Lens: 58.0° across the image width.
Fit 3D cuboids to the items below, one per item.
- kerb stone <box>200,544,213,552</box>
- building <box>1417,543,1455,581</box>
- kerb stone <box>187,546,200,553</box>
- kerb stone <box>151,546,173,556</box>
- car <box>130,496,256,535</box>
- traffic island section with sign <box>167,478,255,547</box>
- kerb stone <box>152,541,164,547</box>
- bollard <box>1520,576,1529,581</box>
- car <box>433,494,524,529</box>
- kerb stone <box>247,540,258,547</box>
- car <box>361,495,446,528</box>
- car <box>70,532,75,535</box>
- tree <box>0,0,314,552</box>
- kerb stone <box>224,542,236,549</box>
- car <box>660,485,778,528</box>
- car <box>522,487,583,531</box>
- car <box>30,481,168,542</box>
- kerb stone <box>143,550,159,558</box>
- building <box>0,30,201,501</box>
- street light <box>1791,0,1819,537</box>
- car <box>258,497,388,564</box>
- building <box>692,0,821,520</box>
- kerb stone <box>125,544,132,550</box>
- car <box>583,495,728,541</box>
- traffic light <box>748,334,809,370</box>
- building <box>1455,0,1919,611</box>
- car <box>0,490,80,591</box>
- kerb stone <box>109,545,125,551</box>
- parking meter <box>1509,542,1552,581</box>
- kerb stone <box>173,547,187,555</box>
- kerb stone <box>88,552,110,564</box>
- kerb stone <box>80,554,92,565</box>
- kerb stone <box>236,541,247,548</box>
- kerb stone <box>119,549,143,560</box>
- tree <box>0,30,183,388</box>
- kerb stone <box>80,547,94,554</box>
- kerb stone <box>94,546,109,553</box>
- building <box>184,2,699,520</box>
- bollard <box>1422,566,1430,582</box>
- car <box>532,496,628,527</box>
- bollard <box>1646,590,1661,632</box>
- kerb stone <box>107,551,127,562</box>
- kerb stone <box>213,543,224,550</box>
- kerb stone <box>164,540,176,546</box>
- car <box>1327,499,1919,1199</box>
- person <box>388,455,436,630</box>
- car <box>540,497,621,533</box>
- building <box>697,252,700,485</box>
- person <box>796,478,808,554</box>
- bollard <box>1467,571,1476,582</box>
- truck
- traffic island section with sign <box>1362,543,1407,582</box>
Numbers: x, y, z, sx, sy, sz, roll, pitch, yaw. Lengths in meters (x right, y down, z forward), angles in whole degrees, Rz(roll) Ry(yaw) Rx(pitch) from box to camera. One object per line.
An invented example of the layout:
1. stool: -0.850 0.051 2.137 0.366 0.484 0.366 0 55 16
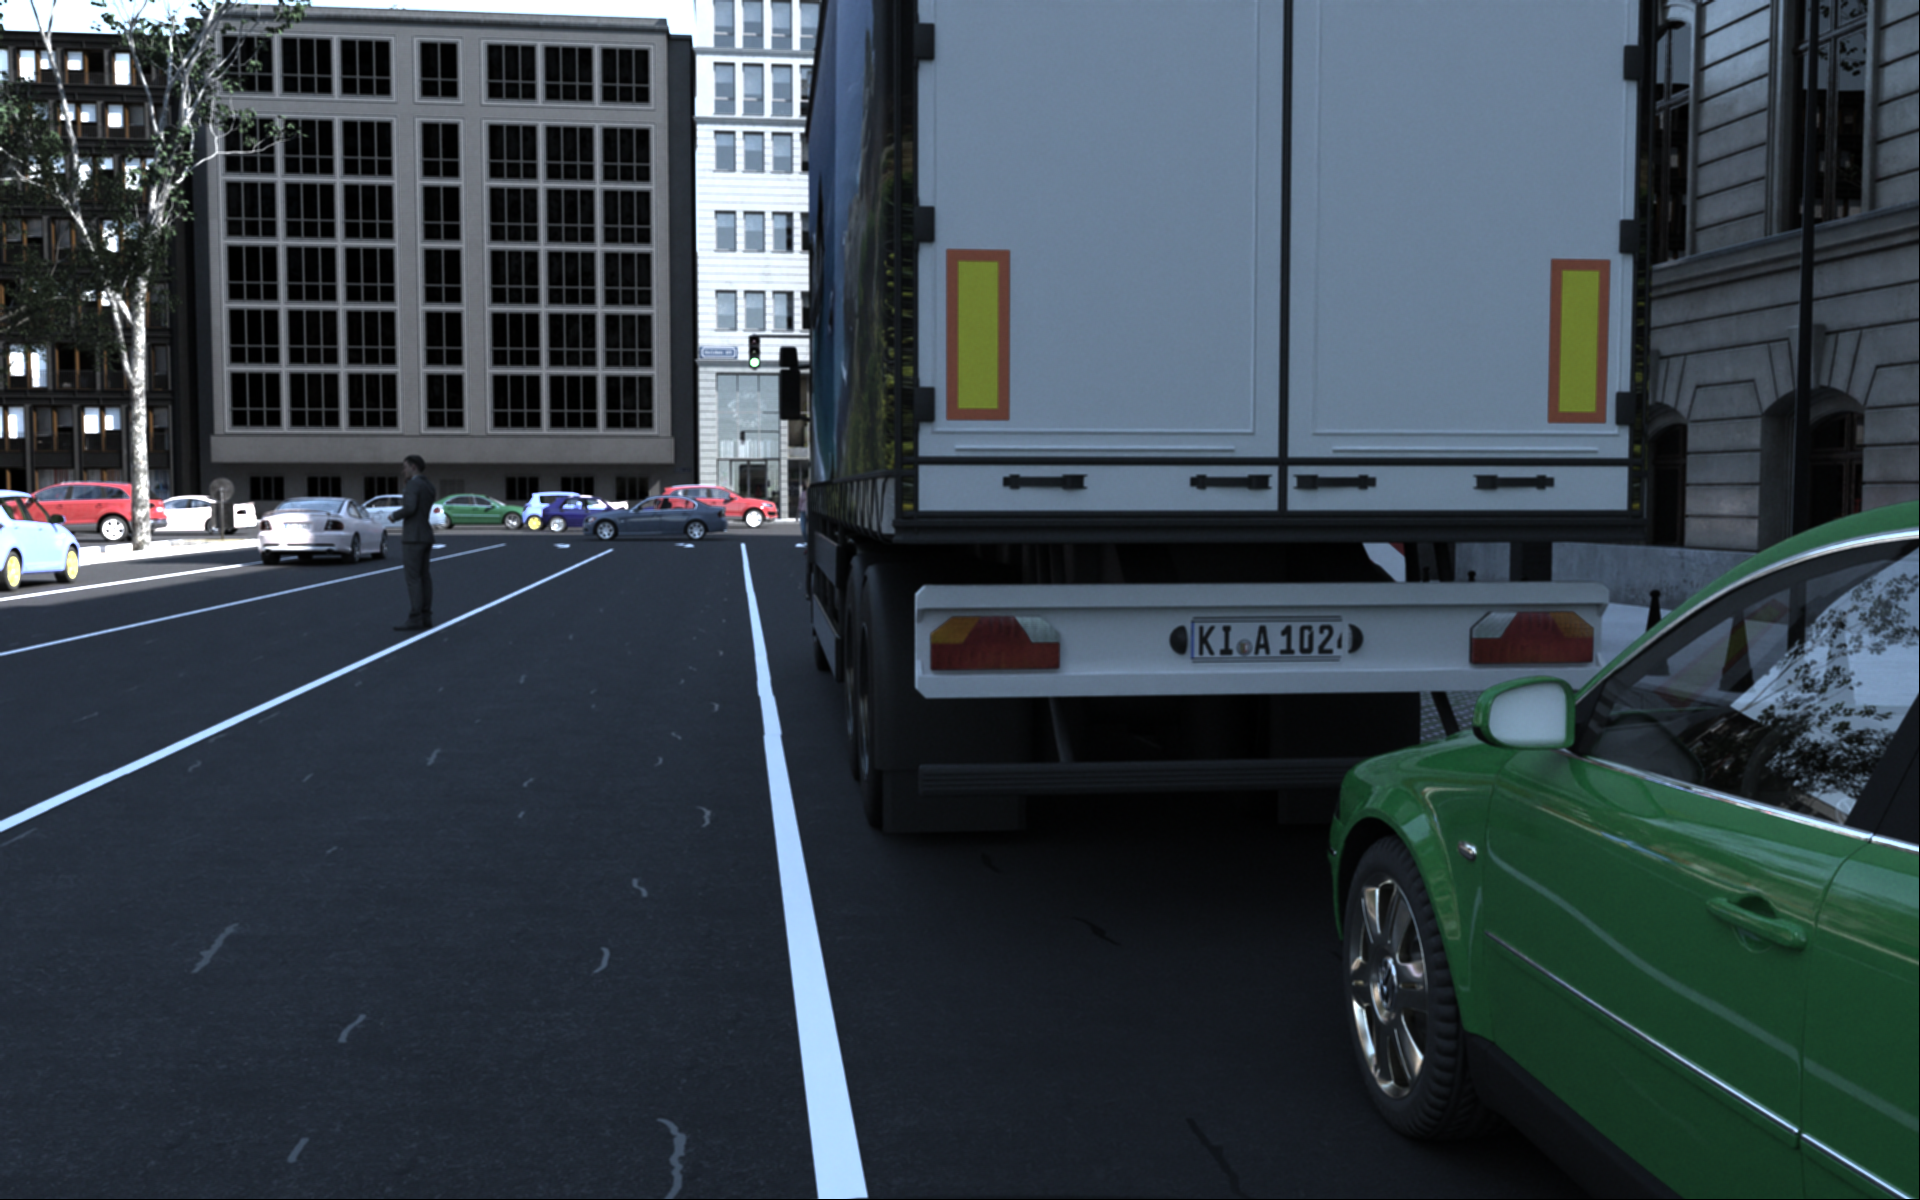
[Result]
1. kerb stone: -18.913 -1.280 43.179 0.120 0.150 1.000 0 4 -7
2. building: 10.072 -14.690 37.452 12.463 27.353 25.104 0 4 -7
3. kerb stone: -18.786 -1.221 42.159 0.120 0.150 1.000 0 4 -7
4. kerb stone: -18.510 -1.091 40.123 0.120 0.150 1.000 0 4 -7
5. car: -27.356 -2.971 60.935 4.827 1.381 2.083 -1 4 -9
6. traffic island section with sign: -20.585 -2.432 47.898 2.006 1.907 1.989 0 4 -7
7. kerb stone: -21.387 -1.449 45.917 0.120 0.150 1.000 0 4 -7
8. bollard: 4.673 0.103 14.362 0.229 0.601 0.229 0 3 0
9. car: -19.820 -3.638 71.284 4.920 1.459 2.131 -1 4 -8
10. kerb stone: -19.445 -1.533 47.278 0.120 0.150 1.000 0 4 -7
11. car: -21.877 -3.288 65.768 4.499 1.417 2.014 -1 4 -9
12. car: -32.480 -3.102 59.760 4.494 1.783 2.155 0 4 -6
13. tree: -20.933 -11.208 41.594 12.611 20.169 13.585 0 3 0
14. kerb stone: -19.175 -1.408 45.217 0.120 0.150 1.000 0 4 -7
15. car: -10.401 -3.975 73.659 5.304 1.827 2.281 0 4 -6
16. car: -15.475 -3.618 68.745 3.694 1.707 1.945 0 4 -6
17. car: -26.881 -2.675 52.403 5.304 1.827 2.281 0 4 -8
18. kerb stone: -18.381 -1.034 39.104 0.120 0.150 1.000 0 4 -7
19. building: -45.553 -15.720 86.695 15.834 23.373 12.332 0 4 -7
20. street light: 4.921 -2.357 11.084 1.470 5.913 1.316 0 4 -7
21. car: -13.468 -1.493 36.780 2.083 1.381 4.827 0 4 -7
22. building: 0.965 -19.270 92.565 29.804 29.767 11.434 0 4 -7
23. kerb stone: -21.112 -1.326 43.880 0.120 0.150 1.000 0 4 -7
24. car: -9.530 -2.586 54.284 4.499 1.417 2.014 0 4 -7
25. traffic light: -3.635 -4.583 49.596 4.771 5.953 1.251 0 4 -7
26. building: 14.384 -11.553 7.984 14.460 24.649 34.723 0 4 -7
27. car: -14.953 -1.044 26.668 1.945 1.707 3.694 -1 4 -8
28. kerb stone: -20.979 -1.254 42.862 0.120 0.150 1.000 0 4 -7
29. parking meter: 4.875 -0.555 14.779 0.255 1.863 0.399 0 4 -1
30. kerb stone: -18.654 -1.159 41.140 0.120 0.150 1.000 0 4 -7
31. kerb stone: -17.988 -0.846 36.039 0.120 0.150 1.000 0 4 -7
32. kerb stone: -17.842 -0.784 35.019 0.120 0.150 1.000 0 4 -7
33. kerb stone: -19.317 -1.469 46.248 0.120 0.150 1.000 0 4 -7
34. kerb stone: -18.256 -0.972 38.084 0.120 0.150 1.000 0 4 -7
35. tree: -18.387 -5.799 31.681 8.767 10.594 7.601 0 4 -7
36. kerb stone: -20.716 -1.133 40.809 0.120 0.150 1.000 0 4 -7
37. kerb stone: -20.856 -1.201 41.832 0.120 0.150 1.000 0 4 -7
38. building: -25.898 -18.166 90.529 24.014 27.812 14.314 0 4 -7
39. bollard: 4.408 -0.022 16.402 0.229 0.601 0.229 0 3 0
40. car: -16.747 -3.815 74.731 4.827 1.381 2.083 -1 4 -9
41. bollard: 4.937 0.228 12.316 0.229 0.601 0.229 0 3 0
42. kerb stone: -18.120 -0.905 37.066 0.120 0.150 1.000 0 4 -7
43. kerb stone: -19.049 -1.341 44.198 0.120 0.150 1.000 0 4 -7
44. kerb stone: -21.514 -1.513 46.939 0.120 0.150 1.000 0 4 -7
45. car: 1.961 0.380 2.579 1.959 1.807 4.718 0 4 -6
46. person: -5.860 -0.621 18.456 0.447 1.846 0.655 0 4 3
47. car: -13.817 -3.229 65.380 3.894 1.354 1.945 -1 4 -9
48. building: -30.186 -34.746 259.975 23.993 40.220 32.217 0 4 -7
49. person: -3.634 -1.996 41.148 0.555 1.821 0.388 0 4 5
50. bollard: 4.538 0.040 15.380 0.229 0.601 0.229 0 3 0
51. truck: 0.347 -1.340 10.820 2.839 4.237 11.283 0 4 -7
52. traffic island section with sign: 3.086 -0.370 14.684 1.989 1.847 2.006 0 4 -7
